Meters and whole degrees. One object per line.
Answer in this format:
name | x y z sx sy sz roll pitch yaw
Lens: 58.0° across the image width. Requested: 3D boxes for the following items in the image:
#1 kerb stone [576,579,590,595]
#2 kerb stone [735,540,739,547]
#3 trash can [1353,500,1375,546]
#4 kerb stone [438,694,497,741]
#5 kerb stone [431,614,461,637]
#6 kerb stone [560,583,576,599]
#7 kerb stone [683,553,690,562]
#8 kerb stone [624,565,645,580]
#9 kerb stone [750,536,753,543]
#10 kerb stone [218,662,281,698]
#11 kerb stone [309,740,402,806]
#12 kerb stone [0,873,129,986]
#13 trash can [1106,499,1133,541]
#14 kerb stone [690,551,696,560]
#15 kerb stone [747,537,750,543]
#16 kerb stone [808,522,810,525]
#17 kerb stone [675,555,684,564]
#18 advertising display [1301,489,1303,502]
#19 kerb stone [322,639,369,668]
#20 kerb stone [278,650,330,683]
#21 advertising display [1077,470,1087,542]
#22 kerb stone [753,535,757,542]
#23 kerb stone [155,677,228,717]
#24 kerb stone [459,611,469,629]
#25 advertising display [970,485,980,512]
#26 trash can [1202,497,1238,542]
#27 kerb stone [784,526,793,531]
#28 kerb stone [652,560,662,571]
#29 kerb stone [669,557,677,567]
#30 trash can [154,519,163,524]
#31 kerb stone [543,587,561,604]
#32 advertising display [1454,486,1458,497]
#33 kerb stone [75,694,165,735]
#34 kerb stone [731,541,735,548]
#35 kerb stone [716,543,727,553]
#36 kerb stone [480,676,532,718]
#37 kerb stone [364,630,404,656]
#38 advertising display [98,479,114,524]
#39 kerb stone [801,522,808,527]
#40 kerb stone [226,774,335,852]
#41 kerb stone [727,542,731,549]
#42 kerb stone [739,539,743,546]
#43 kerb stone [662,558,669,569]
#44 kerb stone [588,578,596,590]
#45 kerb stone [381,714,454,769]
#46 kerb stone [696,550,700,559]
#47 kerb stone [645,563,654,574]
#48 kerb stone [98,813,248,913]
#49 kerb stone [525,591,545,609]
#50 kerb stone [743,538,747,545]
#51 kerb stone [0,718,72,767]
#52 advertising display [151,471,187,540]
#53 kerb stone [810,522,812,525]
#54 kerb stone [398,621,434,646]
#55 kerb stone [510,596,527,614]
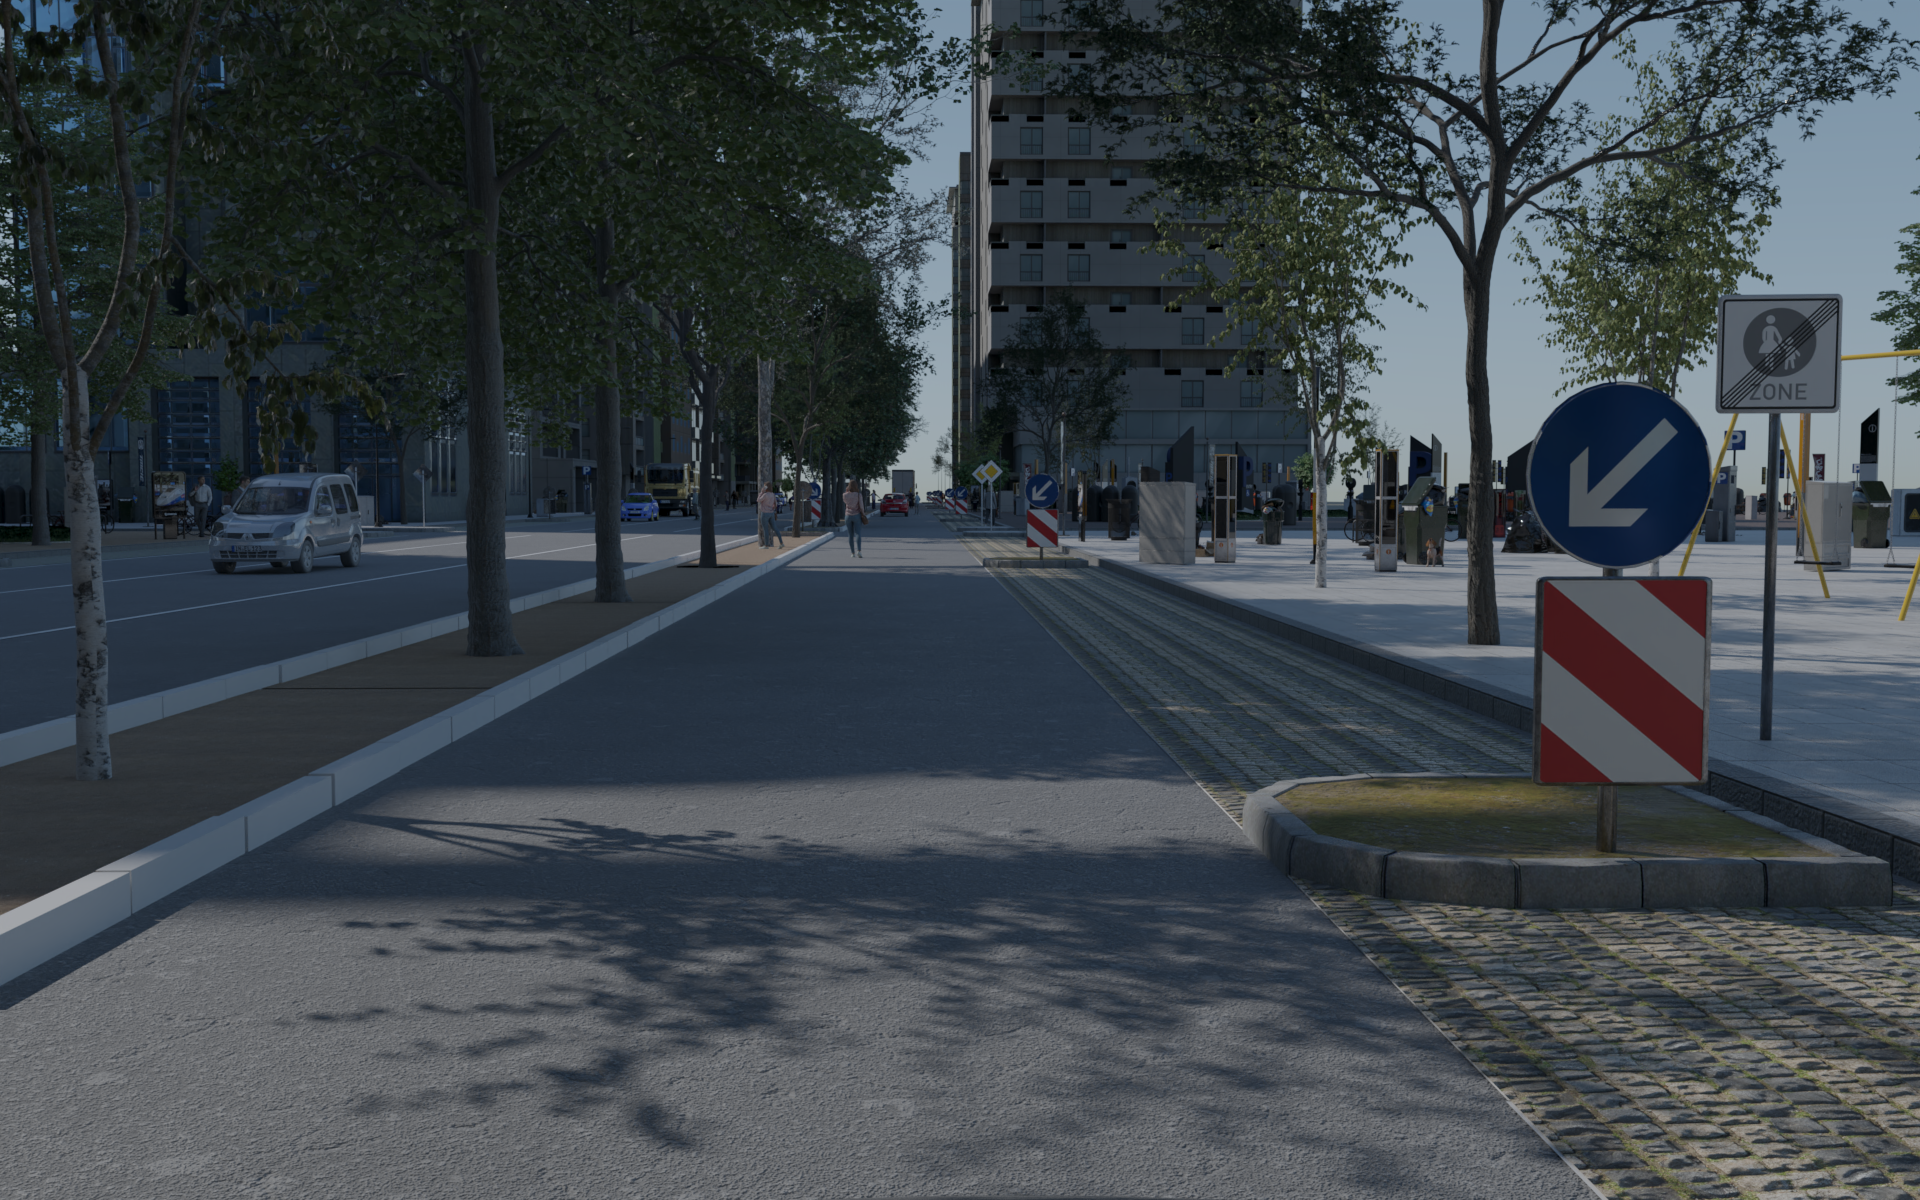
kerb stone | -5.495 -0.161 24.833 0.120 0.150 1.000 0 4 -2
kerb stone | -6.088 -1.478 46.370 0.120 0.150 1.000 0 4 -2
trash can | 10.115 -1.913 42.934 0.748 1.137 0.748 0 3 0
kerb stone | -3.005 0.718 10.501 0.120 0.150 1.000 0 4 -2
kerb stone | -5.305 0.278 17.649 0.120 0.150 1.000 0 4 -2
kerb stone | -5.468 -0.099 23.811 0.120 0.150 1.000 0 4 -2
kerb stone | -5.812 -0.849 36.112 0.120 0.150 1.000 0 4 -2
kerb stone | -5.635 -0.475 29.963 0.120 0.150 1.000 0 4 -2
kerb stone | -6.200 -1.729 50.463 0.120 0.150 1.000 0 4 -2
kerb stone | -5.172 0.594 12.530 0.120 0.150 1.000 0 4 -2
kerb stone | -2.943 0.841 8.449 0.120 0.150 1.000 0 4 -2
kerb stone | -2.865 1.029 5.383 0.120 0.150 1.000 0 4 -2
trash can | 4.394 -2.211 47.810 0.748 1.137 0.748 0 3 0
kerb stone | -5.835 -0.914 37.137 0.120 0.150 1.000 0 4 -2
kerb stone | -6.173 -1.664 49.436 0.120 0.150 1.000 0 4 -2
kerb stone | -6.950 -3.394 77.687 0.120 0.150 1.000 0 4 -2
kerb stone | -5.780 -0.788 35.090 0.120 0.150 1.000 0 4 -2
advertising display | 28.067 -8.380 142.229 0.123 1.923 0.974 1 4 11
kerb stone | -5.219 0.468 14.579 0.120 0.150 1.000 0 4 -2
kerb stone | -5.185 0.532 13.558 0.120 0.150 1.000 0 4 -2
advertising display | 3.293 -2.540 46.736 0.123 1.923 0.974 0 4 -4
kerb stone | -6.228 -1.792 51.486 0.120 0.150 1.000 0 4 -2
kerb stone | -5.137 0.656 11.507 0.120 0.150 1.000 0 4 -2
kerb stone | -5.329 0.217 18.671 0.120 0.150 1.000 0 4 -2
advertising display | 1.086 -7.201 122.944 0.123 1.923 0.974 -3 4 -37
trash can | 6.653 -1.963 43.747 0.748 1.137 0.748 0 3 0
kerb stone | -6.670 -2.767 67.441 0.120 0.150 1.000 0 4 -2
kerb stone | -5.695 -0.600 32.012 0.120 0.150 1.000 0 4 -2
kerb stone | -5.755 -0.715 34.069 0.120 0.150 1.000 0 4 -2
trash can | -33.799 -3.772 73.321 0.748 1.137 0.748 0 3 0
kerb stone | -5.444 -0.034 22.789 0.120 0.150 1.000 0 4 -2
advertising display | 41.380 -8.452 143.406 0.974 1.923 0.123 -1 4 -18
kerb stone | -5.100 0.717 10.473 0.120 0.150 1.000 0 4 -2
kerb stone | -6.059 -1.416 45.342 0.120 0.150 1.000 0 4 -2
kerb stone | -6.007 -1.291 43.299 0.120 0.150 1.000 0 4 -2
kerb stone | -3.035 0.653 11.522 0.120 0.150 1.000 0 4 -2
kerb stone | -5.244 0.405 15.601 0.120 0.150 1.000 0 4 -2
advertising display | -36.484 -4.190 73.721 0.974 1.923 0.123 1 4 12
kerb stone | -6.918 -3.331 76.659 0.120 0.150 1.000 0 4 -2
kerb stone | -2.923 0.911 7.427 0.120 0.150 1.000 0 4 -2
kerb stone | -6.038 -1.350 44.321 0.120 0.150 1.000 0 4 -2
kerb stone | -6.128 -1.540 47.391 0.120 0.150 1.000 0 4 -2
kerb stone | -5.724 -0.663 33.039 0.120 0.150 1.000 0 4 -2
kerb stone | -5.530 -0.224 25.862 0.120 0.150 1.000 0 4 -2
kerb stone | -2.979 0.779 9.477 0.120 0.150 1.000 0 4 -2
kerb stone | -5.861 -0.977 38.165 0.120 0.150 1.000 0 4 -2
kerb stone | -5.665 -0.534 30.991 0.120 0.150 1.000 0 4 -2
kerb stone | -2.898 0.966 6.405 0.120 0.150 1.000 0 4 -2
kerb stone | -5.416 0.026 21.765 0.120 0.150 1.000 0 4 -2
kerb stone | -6.143 -1.602 48.415 0.120 0.150 1.000 0 4 -2
kerb stone | -5.075 0.781 9.451 0.120 0.150 1.000 0 4 -2
advertising display | -22.420 -2.685 49.115 0.123 1.923 0.974 2 4 35
kerb stone | -6.997 -3.519 79.732 0.120 0.150 1.000 0 4 -2
kerb stone | -5.273 0.343 16.623 0.120 0.150 1.000 0 4 -2
kerb stone | -5.388 0.090 20.724 0.120 0.150 1.000 0 4 -2
